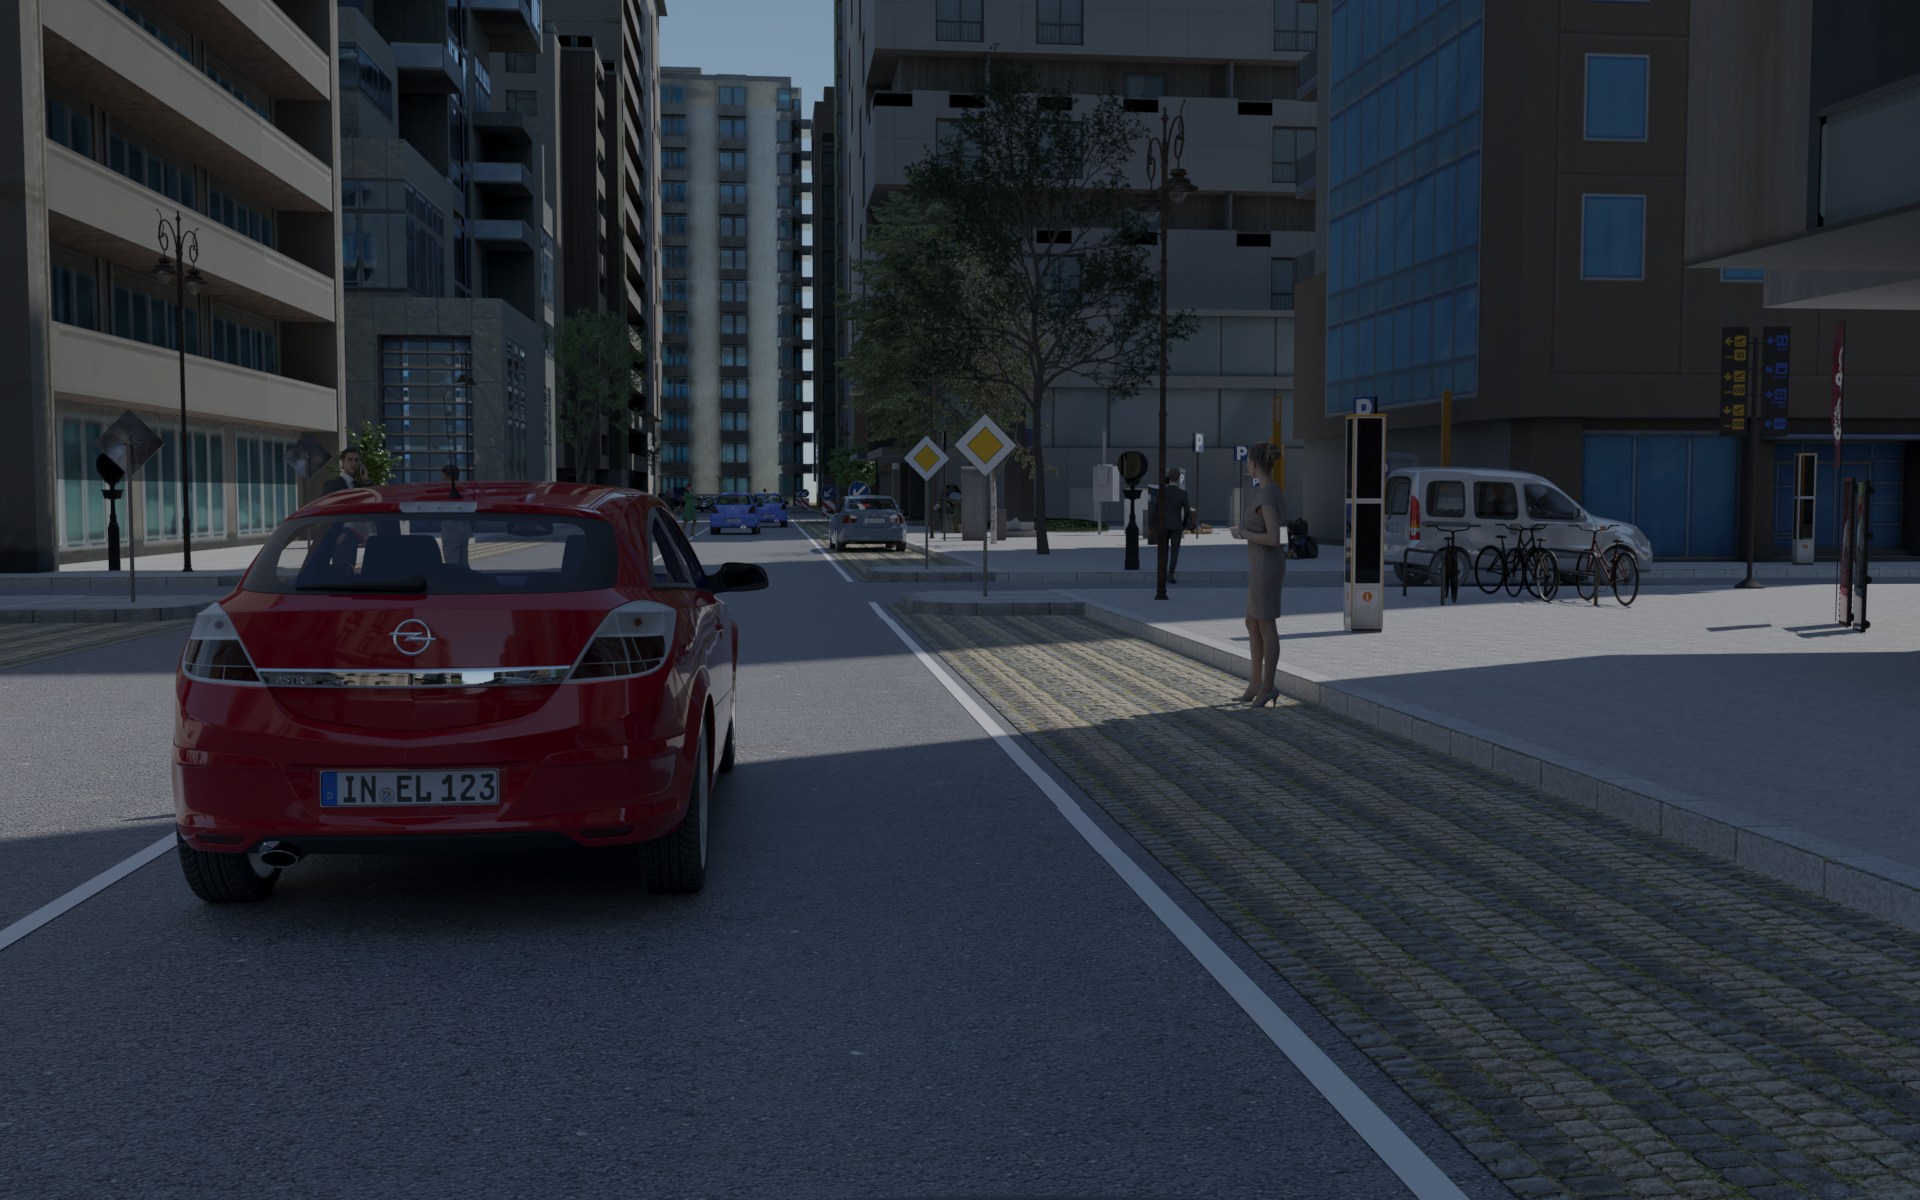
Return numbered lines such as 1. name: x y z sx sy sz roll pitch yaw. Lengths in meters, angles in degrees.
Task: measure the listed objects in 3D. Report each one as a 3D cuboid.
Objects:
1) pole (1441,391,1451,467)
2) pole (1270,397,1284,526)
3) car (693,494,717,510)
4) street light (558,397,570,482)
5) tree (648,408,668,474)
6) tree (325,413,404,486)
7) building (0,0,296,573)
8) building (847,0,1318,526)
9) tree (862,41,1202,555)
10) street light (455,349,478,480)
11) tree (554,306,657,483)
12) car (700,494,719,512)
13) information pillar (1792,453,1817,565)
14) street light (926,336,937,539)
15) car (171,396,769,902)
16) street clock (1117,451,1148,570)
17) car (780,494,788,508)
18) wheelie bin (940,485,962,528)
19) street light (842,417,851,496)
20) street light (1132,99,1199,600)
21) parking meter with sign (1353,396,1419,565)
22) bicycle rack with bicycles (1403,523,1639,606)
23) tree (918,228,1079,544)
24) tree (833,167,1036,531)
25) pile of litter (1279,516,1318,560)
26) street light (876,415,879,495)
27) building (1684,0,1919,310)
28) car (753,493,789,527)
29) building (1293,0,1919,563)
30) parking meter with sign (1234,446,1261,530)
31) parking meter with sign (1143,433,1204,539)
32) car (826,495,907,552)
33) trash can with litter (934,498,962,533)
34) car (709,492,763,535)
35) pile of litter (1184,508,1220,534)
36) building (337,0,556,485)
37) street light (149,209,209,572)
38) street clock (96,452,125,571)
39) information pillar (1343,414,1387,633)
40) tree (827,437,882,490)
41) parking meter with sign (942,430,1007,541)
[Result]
1. pole: 9.591 -2.470 34.232 0.158 3.312 0.155 0 3 0
2. pole: 6.647 -2.602 36.383 0.158 3.312 0.155 0 3 0
3. car: -20.047 -7.571 135.582 2.131 1.459 4.920 0 4 -7
4. street light: -18.765 -6.697 82.283 0.468 5.910 1.993 0 4 -6
5. tree: -26.484 -11.817 143.562 4.360 8.622 3.978 0 3 0
6. tree: -14.264 -2.878 41.655 1.663 3.219 1.824 0 3 0
7. building: -26.674 -25.205 35.801 21.300 48.544 21.600 0 4 -6
8. building: 8.677 -30.118 81.668 28.713 52.752 27.495 0 4 -6
9. tree: 1.427 -6.246 36.531 7.601 10.594 8.767 0 4 -8
10. street light: -15.740 -5.049 55.343 0.468 5.910 1.993 0 4 -6
11. tree: -20.773 -10.342 94.849 9.928 11.665 9.643 0 3 0
12. car: -20.318 -7.944 141.680 2.131 1.459 4.920 0 4 -7
13. information pillar: 15.250 -1.639 31.284 0.304 2.012 0.304 1 4 12
14. street light: -0.808 -4.707 49.745 0.468 5.910 1.993 0 4 -6
15. car: -1.933 0.087 7.625 2.155 1.783 4.494 0 4 -5
16. street clock: 2.908 -1.507 29.214 0.471 2.002 0.358 2 4 35
17. car: -9.814 -4.904 88.969 1.959 1.807 4.718 0 4 -7
18. wheelie bin: -0.254 -3.077 58.212 0.693 1.594 0.980 -3 5 -42
19. street light: -6.804 -8.031 104.087 0.468 5.910 1.993 0 4 -6
20. street light: 2.447 -2.940 20.860 0.468 5.910 1.993 0 4 -6
21. parking meter with sign: 7.982 -2.158 31.547 1.738 3.016 0.543 -2 4 -30
22. bicycle rack with bicycles: 6.592 -0.465 20.987 2.852 0.926 2.925 0 4 2
23. tree: 0.893 -5.727 43.993 4.360 8.622 3.978 0 3 0
24. tree: -1.125 -8.727 60.811 7.486 12.596 7.792 0 3 0
25. pile of litter: 6.456 -1.249 34.380 1.719 0.858 1.176 -3 4 -38
26. street light: -3.708 -6.383 77.155 0.468 5.910 1.993 0 4 -6
27. building: 11.798 -19.808 7.458 14.154 41.232 14.086 0 4 -6
28. car: -8.414 -4.034 75.552 1.945 1.707 3.694 0 4 -8
29. building: 16.473 -23.722 37.962 14.200 45.320 14.600 0 4 -6
30. parking meter with sign: 10.375 -4.004 61.730 0.543 3.016 1.738 -1 4 -16
31. parking meter with sign: 6.113 -3.289 50.031 1.738 3.016 0.543 2 4 33
32. car: -2.382 -1.967 44.159 2.014 1.417 4.499 0 4 -8
33. trash can with litter: -0.280 -2.761 56.536 1.055 1.170 0.624 -3 5 -41
34. car: -8.060 -3.222 62.277 1.945 1.707 3.694 0 4 -5
35. pile of litter: 7.601 -2.546 55.587 1.719 0.858 1.176 -1 4 -16
36. building: -27.885 -46.256 68.954 22.319 86.520 31.000 0 4 -6
37. street light: -12.743 -3.401 28.401 0.468 5.910 1.993 0 4 -6
38. street clock: -14.188 -1.495 29.009 0.471 2.002 0.358 -2 4 -25
39. information pillar: 3.759 -0.710 16.099 0.304 2.012 0.304 0 4 -1
40. tree: -6.033 -7.117 100.077 4.285 4.588 4.351 0 3 0
41. parking meter with sign: 0.399 -3.148 47.725 1.738 3.016 0.543 0 4 -3
